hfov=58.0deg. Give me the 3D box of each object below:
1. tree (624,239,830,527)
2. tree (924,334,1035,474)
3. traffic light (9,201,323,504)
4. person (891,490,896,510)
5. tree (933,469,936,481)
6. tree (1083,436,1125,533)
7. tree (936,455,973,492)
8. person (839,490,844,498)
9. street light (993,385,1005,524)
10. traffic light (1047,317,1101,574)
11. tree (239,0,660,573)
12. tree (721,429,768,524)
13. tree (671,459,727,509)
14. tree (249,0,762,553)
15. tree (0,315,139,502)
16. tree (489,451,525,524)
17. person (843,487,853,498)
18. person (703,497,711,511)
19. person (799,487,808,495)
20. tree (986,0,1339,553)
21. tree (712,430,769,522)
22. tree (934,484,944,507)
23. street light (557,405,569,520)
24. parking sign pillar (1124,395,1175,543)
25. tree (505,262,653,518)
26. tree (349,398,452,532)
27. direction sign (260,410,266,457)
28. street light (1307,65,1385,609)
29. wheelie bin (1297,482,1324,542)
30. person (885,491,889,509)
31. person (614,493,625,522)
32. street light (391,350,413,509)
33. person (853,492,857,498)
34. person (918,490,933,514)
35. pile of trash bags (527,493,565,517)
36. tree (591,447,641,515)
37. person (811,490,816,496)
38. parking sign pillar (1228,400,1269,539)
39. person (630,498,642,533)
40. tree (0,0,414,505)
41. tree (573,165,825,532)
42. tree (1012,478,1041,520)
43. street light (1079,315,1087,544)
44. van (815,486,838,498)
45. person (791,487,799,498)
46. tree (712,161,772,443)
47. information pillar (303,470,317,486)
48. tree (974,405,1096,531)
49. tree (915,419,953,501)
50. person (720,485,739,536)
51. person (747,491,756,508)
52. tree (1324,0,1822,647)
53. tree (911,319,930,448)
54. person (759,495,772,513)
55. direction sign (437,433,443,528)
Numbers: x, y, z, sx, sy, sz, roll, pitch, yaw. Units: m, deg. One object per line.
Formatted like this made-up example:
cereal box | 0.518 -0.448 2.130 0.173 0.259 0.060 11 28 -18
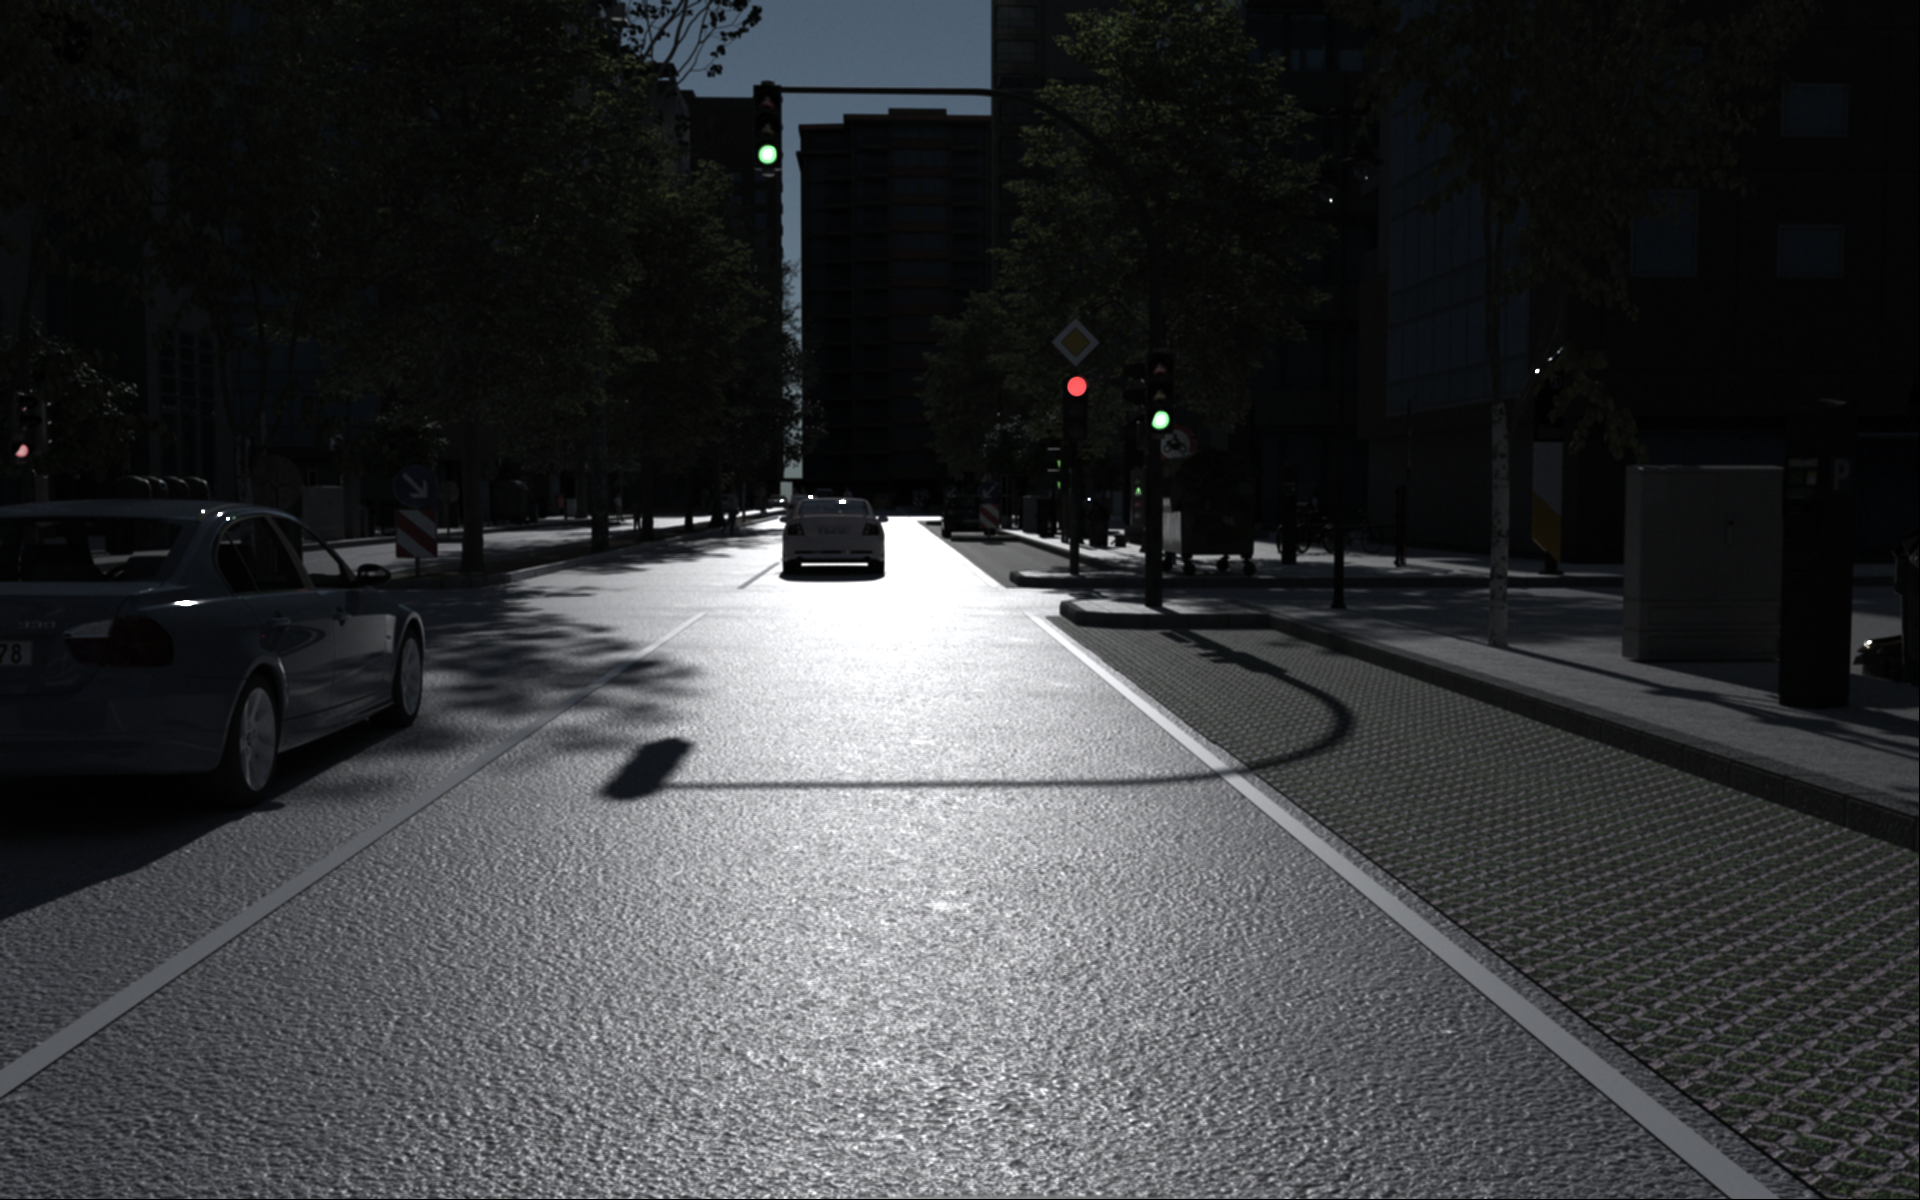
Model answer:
tree | -10.541 -9.520 75.110 9.611 12.733 9.660 0 3 0
tree | 1.264 -11.252 109.731 9.928 11.665 9.643 0 3 0
traffic light | -12.391 -3.203 27.041 4.771 5.953 1.251 0 4 -3
person | -5.821 -8.766 151.816 0.705 1.826 1.348 1 4 8
tree | -0.499 -9.215 134.370 4.285 4.588 4.351 0 3 0
tree | 4.756 -3.820 57.065 1.663 3.219 1.824 0 3 0
tree | 2.177 -5.231 69.236 4.285 4.588 4.351 0 3 0
person | -10.135 -8.541 148.161 0.705 1.821 1.348 1 4 13
street light | 1.680 -6.178 73.801 0.468 5.910 1.993 0 4 -3
traffic light | 1.817 -2.370 27.676 0.839 4.253 0.868 0 4 -3
tree | -8.696 -6.722 30.487 7.486 12.596 7.792 0 3 0
tree | -10.844 -7.958 82.928 4.737 8.622 4.395 0 3 0
tree | -23.240 -10.163 149.874 4.285 4.588 4.351 0 3 0
tree | -10.013 -11.254 42.357 12.611 20.169 13.585 0 3 0
tree | -16.981 -2.935 31.703 4.285 4.588 4.351 0 3 0
tree | -19.224 -4.836 73.675 1.663 3.219 1.824 0 3 0
person | -6.901 -5.940 105.481 0.709 1.838 0.599 1 4 21
person | -19.324 -7.526 132.237 0.721 1.739 1.217 1 4 22
person | -8.717 -5.460 97.578 0.655 1.846 0.447 -2 4 -30
tree | 4.597 -7.307 37.599 7.486 12.596 7.792 0 3 0
tree | -10.959 -8.241 87.568 4.360 8.622 3.978 0 3 0
tree | -1.941 -11.161 177.077 1.663 3.219 1.824 0 3 0
street light | -19.261 -6.830 84.450 0.468 5.910 1.993 0 4 -3
parking sign pillar | 5.032 -3.506 45.803 1.447 3.967 1.447 1 4 17
tree | -19.915 -11.285 91.165 9.857 13.997 8.962 0 3 0
tree | -19.175 -4.629 59.396 4.285 4.588 4.351 0 3 0
direction sign | -18.866 -3.361 46.948 0.379 3.537 0.876 -1 4 -15
street light | 4.256 -2.845 19.299 0.468 5.910 1.993 0 4 -3
wheelie bin | 9.252 -2.339 46.146 0.693 1.594 0.980 -3 4 -38
person | -6.789 -9.373 162.671 0.530 1.710 0.541 0 4 8
person | -17.669 -4.818 89.867 0.523 1.515 0.503 1 4 19
street light | -17.857 -5.066 55.612 0.468 5.910 1.993 0 4 -3
person | -10.887 -10.348 179.163 0.415 1.643 0.593 1 4 13
person | -2.516 -7.212 127.144 1.217 1.736 0.721 0 4 0
pile of trash bags | -24.075 -5.497 99.620 1.912 1.369 3.447 2 4 31
tree | -21.611 -7.624 108.366 4.285 4.588 4.351 0 3 0
person | -12.632 -8.662 150.134 1.348 1.824 0.705 2 4 34
parking sign pillar | 8.266 -3.782 50.310 1.447 3.967 1.447 -1 4 -20
person | -11.530 -2.993 61.700 0.475 1.303 0.640 0 4 1
tree | -7.538 -3.987 18.013 4.737 8.622 4.395 0 3 0
tree | -10.094 -9.259 64.204 12.009 13.543 11.850 0 3 0
tree | 3.124 -5.555 85.430 1.663 3.219 1.824 0 3 0
street light | 3.123 -4.384 44.461 0.468 5.910 1.993 0 4 -3
van | -10.513 -7.796 134.483 2.013 2.044 4.112 0 4 -4
person | -8.684 -5.062 91.363 0.778 1.811 0.616 -1 4 -9
tree | -9.643 -8.083 52.746 7.486 12.596 7.792 0 3 0
information pillar | -19.575 -2.919 52.222 0.304 2.012 0.304 3 5 41
tree | 3.609 -4.736 61.144 4.285 4.588 4.351 0 3 0
tree | -1.554 -12.170 149.348 4.360 8.622 3.978 0 3 0
person | -7.982 -3.087 59.640 0.598 1.740 0.731 1 4 12
person | -20.742 -9.970 172.220 1.217 1.735 0.721 2 4 29
tree | 4.708 -3.903 14.169 4.737 8.622 4.395 0 3 0
tree | 1.139 -10.897 96.292 7.486 12.596 7.792 0 3 0
person | -15.135 -7.667 133.875 0.705 1.822 1.348 3 5 42
direction sign | -19.410 -4.444 64.650 0.379 3.537 0.876 -2 4 -27
